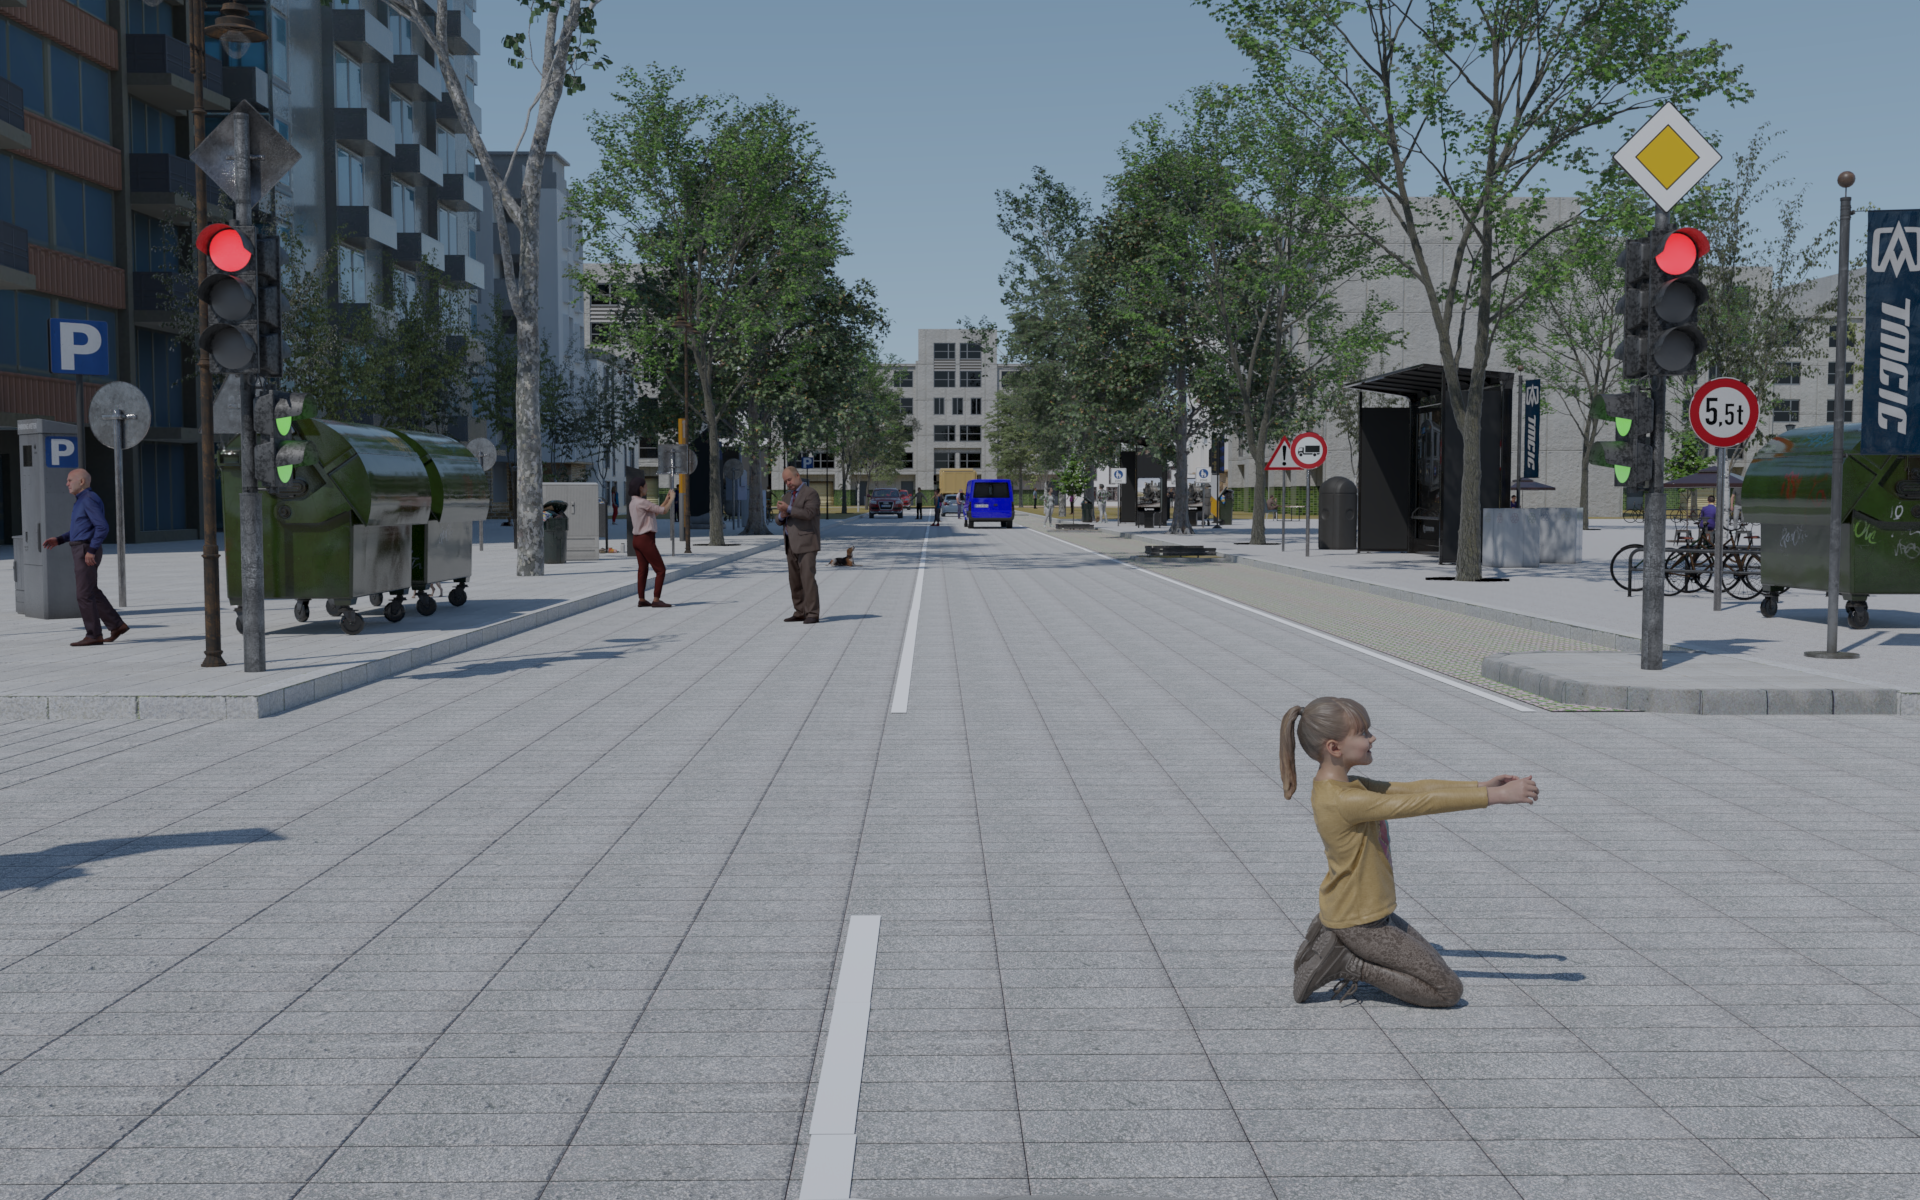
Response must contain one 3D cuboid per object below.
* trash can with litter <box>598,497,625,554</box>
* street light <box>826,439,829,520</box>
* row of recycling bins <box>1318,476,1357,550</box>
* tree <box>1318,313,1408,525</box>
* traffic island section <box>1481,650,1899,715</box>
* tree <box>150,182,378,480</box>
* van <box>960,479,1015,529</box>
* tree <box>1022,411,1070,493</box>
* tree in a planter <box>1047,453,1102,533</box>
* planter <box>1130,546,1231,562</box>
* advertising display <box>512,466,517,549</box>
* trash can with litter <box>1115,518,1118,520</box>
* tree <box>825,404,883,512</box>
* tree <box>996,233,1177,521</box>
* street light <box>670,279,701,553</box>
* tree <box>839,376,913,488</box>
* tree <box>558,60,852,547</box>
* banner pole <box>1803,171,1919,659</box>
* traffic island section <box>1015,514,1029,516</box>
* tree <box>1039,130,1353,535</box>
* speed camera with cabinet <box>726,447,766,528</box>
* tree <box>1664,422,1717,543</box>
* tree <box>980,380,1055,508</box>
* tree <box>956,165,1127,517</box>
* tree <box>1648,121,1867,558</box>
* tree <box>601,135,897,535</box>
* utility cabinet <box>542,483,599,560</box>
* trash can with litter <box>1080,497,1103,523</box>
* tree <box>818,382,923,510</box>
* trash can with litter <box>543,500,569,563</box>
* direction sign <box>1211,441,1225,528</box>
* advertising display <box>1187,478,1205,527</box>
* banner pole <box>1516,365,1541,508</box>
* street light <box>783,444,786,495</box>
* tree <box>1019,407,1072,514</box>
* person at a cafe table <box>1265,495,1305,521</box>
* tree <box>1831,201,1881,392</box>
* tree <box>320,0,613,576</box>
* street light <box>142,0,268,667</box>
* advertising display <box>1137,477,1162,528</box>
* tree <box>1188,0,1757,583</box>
[{"bbox_3d":[-8.053,-1.651,38.053,2.233,1.210,1.678,3,5,43],"label":"trash can with litter"},{"bbox_3d":[-6.678,-6.986,87.014,0.468,5.910,1.993,0,4,-1],"label":"street light"},{"bbox_3d":[10.094,-2.024,40.210,3.534,1.692,1.069,-1,4,-8],"label":"row of recycling bins"},{"bbox_3d":[16.111,-7.306,69.816,4.360,8.622,3.978,0,3,0],"label":"tree"},{"bbox_3d":[5.084,0.587,12.679,2.009,0.180,2.903,0,4,-1],"label":"traffic island section"},{"bbox_3d":[-16.519,-5.464,39.696,4.360,8.622,3.978,0,3,0],"label":"tree"},{"bbox_3d":[1.174,-4.216,73.323,2.240,2.365,5.245,0,4,-3],"label":"van"},{"bbox_3d":[6.713,-10.984,129.955,4.360,8.622,3.978,0,3,0],"label":"tree"},{"bbox_3d":[4.268,-4.145,64.998,1.991,3.239,1.994,0,4,-1],"label":"tree in a planter"},{"bbox_3d":[4.695,-0.990,37.334,1.991,0.319,1.994,0,4,-1],"label":"planter"},{"bbox_3d":[-10.470,-2.177,40.803,0.123,1.923,0.974,-1,4,-15],"label":"advertising display"},{"bbox_3d":[8.255,-4.575,85.859,1.678,1.210,2.233,2,4,33],"label":"trash can with litter"},{"bbox_3d":[-7.483,-10.640,124.320,4.360,8.622,3.978,0,3,0],"label":"tree"},{"bbox_3d":[6.002,-10.675,81.185,9.857,13.997,8.962,0,3,0],"label":"tree"},{"bbox_3d":[-5.902,-3.952,37.409,0.468,5.910,1.993,0,4,-1],"label":"street light"},{"bbox_3d":[-8.075,-15.013,163.594,7.486,12.596,7.792,0,3,0],"label":"tree"},{"bbox_3d":[-6.177,-7.148,42.620,9.928,11.665,9.643,0,3,0],"label":"tree"},{"bbox_3d":[7.096,-1.436,13.489,0.863,3.779,0.401,1,4,11],"label":"banner pole"},{"bbox_3d":[3.509,-5.604,114.487,1.991,0.108,1.994,0,4,-1],"label":"traffic island section"},{"bbox_3d":[7.135,-8.440,54.994,9.611,12.733,9.660,0,3,0],"label":"tree"},{"bbox_3d":[-8.269,-4.441,66.952,0.660,3.252,2.038,2,4,25],"label":"speed camera with cabinet"},{"bbox_3d":[19.324,-3.131,45.795,1.663,3.219,1.824,0,3,0],"label":"tree"},{"bbox_3d":[5.743,-15.034,163.938,7.486,12.596,7.792,0,3,0],"label":"tree"},{"bbox_3d":[6.186,-14.842,98.563,12.611,20.169,13.585,0,3,0],"label":"tree"},{"bbox_3d":[15.576,-5.149,34.548,4.360,8.622,3.978,0,3,0],"label":"tree"},{"bbox_3d":[-6.521,-8.390,54.178,9.611,12.733,9.660,0,3,0],"label":"tree"},{"bbox_3d":[-7.554,-1.505,33.283,1.173,1.500,0.318,-1,4,-19],"label":"utility cabinet"},{"bbox_3d":[5.948,-4.058,77.733,1.055,1.170,0.624,0,4,-2],"label":"trash can with litter"},{"bbox_3d":[-7.516,-12.621,140.773,8.767,10.594,7.601,-2,4,-23],"label":"tree"},{"bbox_3d":[-7.656,-1.264,32.051,0.624,1.170,1.055,-2,4,-35],"label":"trash can with litter"},{"bbox_3d":[9.624,-4.445,64.678,0.379,3.537,0.876,3,5,41],"label":"direction sign"},{"bbox_3d":[9.193,-3.863,68.377,0.974,1.923,0.123,2,4,35],"label":"advertising display"},{"bbox_3d":[10.936,-2.657,33.454,0.401,3.779,0.863,-1,4,-18],"label":"banner pole"},{"bbox_3d":[-6.296,-5.466,62.149,0.468,5.910,1.993,0,4,-1],"label":"street light"},{"bbox_3d":[5.641,-9.942,112.914,4.737,8.622,4.395,0,3,0],"label":"tree"},{"bbox_3d":[15.165,-4.343,81.863,1.726,1.238,1.698,-1,4,-9],"label":"person at a cafe table"},{"bbox_3d":[22.897,-5.572,41.470,4.737,8.622,4.395,0,3,0],"label":"tree"},{"bbox_3d":[-7.927,-10.494,27.465,12.611,20.169,13.585,0,3,0],"label":"tree"},{"bbox_3d":[-5.558,-2.442,12.722,0.468,5.910,1.993,0,4,-1],"label":"street light"},{"bbox_3d":[7.107,-3.658,65.026,0.974,1.923,0.123,2,4,27],"label":"advertising display"},{"bbox_3d":[7.356,-6.082,25.191,9.928,11.665,9.643,0,3,0],"label":"tree"}]
